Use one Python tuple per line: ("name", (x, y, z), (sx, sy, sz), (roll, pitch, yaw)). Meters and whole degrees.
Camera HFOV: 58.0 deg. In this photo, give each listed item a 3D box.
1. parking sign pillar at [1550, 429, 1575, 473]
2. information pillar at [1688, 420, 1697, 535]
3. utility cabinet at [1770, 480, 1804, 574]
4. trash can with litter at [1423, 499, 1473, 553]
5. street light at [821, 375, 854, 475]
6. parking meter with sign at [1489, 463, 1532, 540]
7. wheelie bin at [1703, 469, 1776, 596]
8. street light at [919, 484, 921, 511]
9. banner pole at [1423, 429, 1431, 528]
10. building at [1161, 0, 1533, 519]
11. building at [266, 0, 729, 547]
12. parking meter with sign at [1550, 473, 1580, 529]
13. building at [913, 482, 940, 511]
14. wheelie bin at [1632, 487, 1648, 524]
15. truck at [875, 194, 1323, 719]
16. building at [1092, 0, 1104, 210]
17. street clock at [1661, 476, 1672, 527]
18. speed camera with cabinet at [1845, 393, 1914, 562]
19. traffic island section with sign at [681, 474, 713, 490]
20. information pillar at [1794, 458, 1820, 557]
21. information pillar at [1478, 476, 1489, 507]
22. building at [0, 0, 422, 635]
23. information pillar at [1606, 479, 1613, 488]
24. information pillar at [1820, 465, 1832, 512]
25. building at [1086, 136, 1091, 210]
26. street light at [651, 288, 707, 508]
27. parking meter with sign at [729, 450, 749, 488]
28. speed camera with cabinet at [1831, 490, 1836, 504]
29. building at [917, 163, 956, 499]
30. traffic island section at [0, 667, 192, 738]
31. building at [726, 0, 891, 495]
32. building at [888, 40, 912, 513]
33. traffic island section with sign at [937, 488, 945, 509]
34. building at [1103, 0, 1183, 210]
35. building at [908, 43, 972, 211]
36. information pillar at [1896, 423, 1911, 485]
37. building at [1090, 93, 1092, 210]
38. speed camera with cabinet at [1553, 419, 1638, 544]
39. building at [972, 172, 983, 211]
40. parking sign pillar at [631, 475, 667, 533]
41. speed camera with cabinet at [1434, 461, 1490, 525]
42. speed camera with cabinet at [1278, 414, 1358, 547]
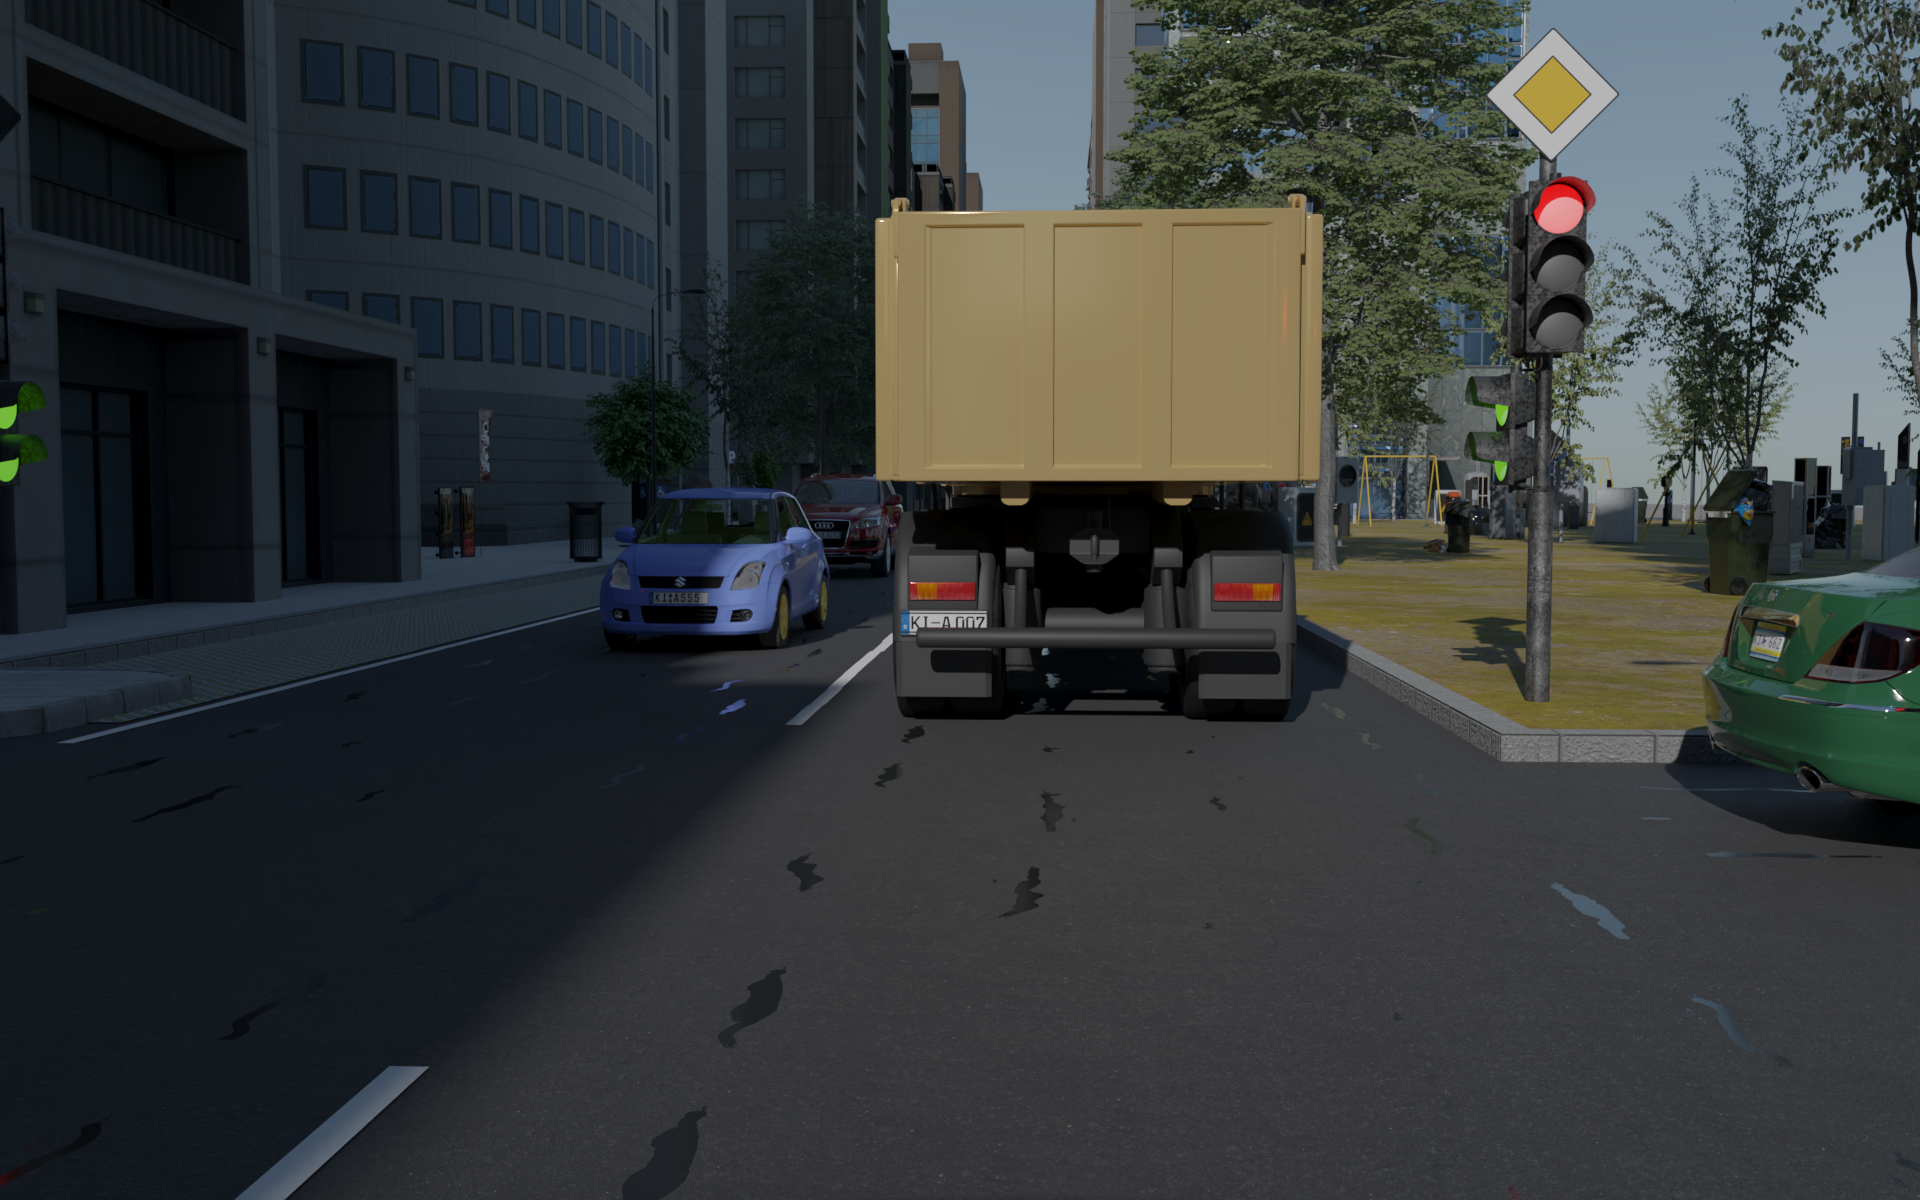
("parking sign pillar", (24.377, -5.022, 70.580), (1.447, 3.967, 1.447), (-2, 4, -27))
("information pillar", (23.261, -3.890, 54.954), (0.183, 3.616, 0.504), (1, 4, 16))
("utility cabinet", (13.273, -1.168, 27.771), (0.318, 1.500, 1.173), (2, 4, 34))
("trash can with litter", (10.687, -1.625, 37.957), (1.055, 1.170, 0.624), (2, 4, 35))
("street light", (-4.828, -5.805, 67.450), (1.470, 5.913, 1.316), (0, 4, 3))
("parking meter with sign", (15.480, -3.235, 49.160), (0.543, 3.016, 1.738), (3, 5, 44))
("wheelie bin", (9.960, -0.870, 22.139), (0.693, 1.594, 0.980), (0, 4, -7))
("street light", (-2.138, -8.756, 115.697), (1.470, 5.913, 1.316), (0, 4, 3))
("banner pole", (17.884, -4.661, 66.220), (0.401, 3.779, 0.863), (0, 4, 7))
("building", (20.717, -48.225, 101.144), (22.319, 86.520, 31.000), (0, 4, 3))
("building", (-20.239, -31.232, 52.637), (21.231, 58.520, 28.212), (0, 4, 3))
("parking meter with sign", (21.832, -4.119, 63.614), (1.738, 3.016, 0.543), (0, 4, 7))
("building", (-16.057, -17.429, 130.003), (27.650, 21.520, 28.899), (0, 4, 3))
("wheelie bin", (29.450, -4.127, 75.385), (0.980, 1.594, 0.693), (-1, 4, -22))
("truck", (1.059, -1.147, 14.686), (3.469, 3.379, 9.791), (0, 4, 3))
("building", (18.737, -30.799, 153.679), (14.600, 45.320, 14.200), (0, 4, 3))
("street clock", (27.874, -3.902, 68.361), (0.471, 2.002, 0.358), (-3, 4, -38))
("speed camera with cabinet", (17.656, -2.384, 33.306), (0.660, 3.252, 2.038), (0, 4, 6))
("traffic island section with sign", (-5.196, -1.550, 33.963), (1.989, 1.847, 2.006), (0, 4, 3))
("information pillar", (17.182, -1.881, 35.241), (0.304, 2.012, 0.304), (-2, 4, -25))
("information pillar", (21.507, -4.081, 71.218), (0.304, 2.012, 0.304), (-1, 4, -21))
("building", (-18.478, -35.566, 19.757), (20.563, 71.187, 20.611), (0, 4, 3))
("information pillar", (31.488, -4.865, 84.027), (0.304, 2.012, 0.304), (1, 4, 20))
("information pillar", (22.202, -2.451, 44.562), (0.304, 2.012, 0.304), (3, 5, 40))
("building", (26.270, -33.893, 208.777), (22.147, 44.769, 28.867), (0, 4, 3))
("street light", (-6.407, -4.081, 39.258), (1.470, 5.913, 1.316), (0, 4, 3))
("parking meter with sign", (-8.396, -4.419, 68.517), (1.738, 3.016, 0.543), (2, 4, 31))
("speed camera with cabinet", (34.109, -4.375, 65.863), (2.038, 3.252, 0.660), (2, 4, 33))
("building", (-7.773, -23.217, 151.293), (14.160, 30.474, 14.107), (0, 4, 3))
("traffic island section", (-6.426, 0.673, 11.285), (2.009, 0.180, 2.903), (0, 4, 3))
("building", (-11.421, -25.075, 93.566), (14.154, 41.232, 14.086), (0, 4, 3))
("building", (-10.503, -20.565, 107.936), (14.160, 30.474, 14.107), (0, 4, 3))
("traffic island section with sign", (-1.124, -6.153, 109.232), (1.989, 1.847, 2.006), (0, 4, 3))
("building", (21.418, -36.058, 131.555), (21.231, 58.520, 28.212), (0, 4, 3))
("building", (-6.631, -32.215, 176.821), (14.600, 45.320, 14.200), (0, 4, 3))
("information pillar", (31.089, -4.021, 57.090), (0.183, 3.616, 0.504), (-1, 4, -12))
("building", (24.625, -34.210, 183.030), (21.300, 48.544, 21.600), (0, 4, 3))
("speed camera with cabinet", (16.686, -3.126, 45.441), (2.038, 3.252, 0.660), (2, 4, 30))
("building", (-4.075, -35.794, 235.339), (14.600, 45.320, 14.200), (0, 4, 3))
("parking sign pillar", (-8.738, -3.681, 48.658), (1.447, 3.967, 1.447), (-3, 5, -40))
("speed camera with cabinet", (20.917, -4.772, 72.355), (2.038, 3.252, 0.660), (2, 4, 31))
("speed camera with cabinet", (8.736, -2.927, 42.190), (2.038, 3.252, 0.660), (-2, 4, -28))
